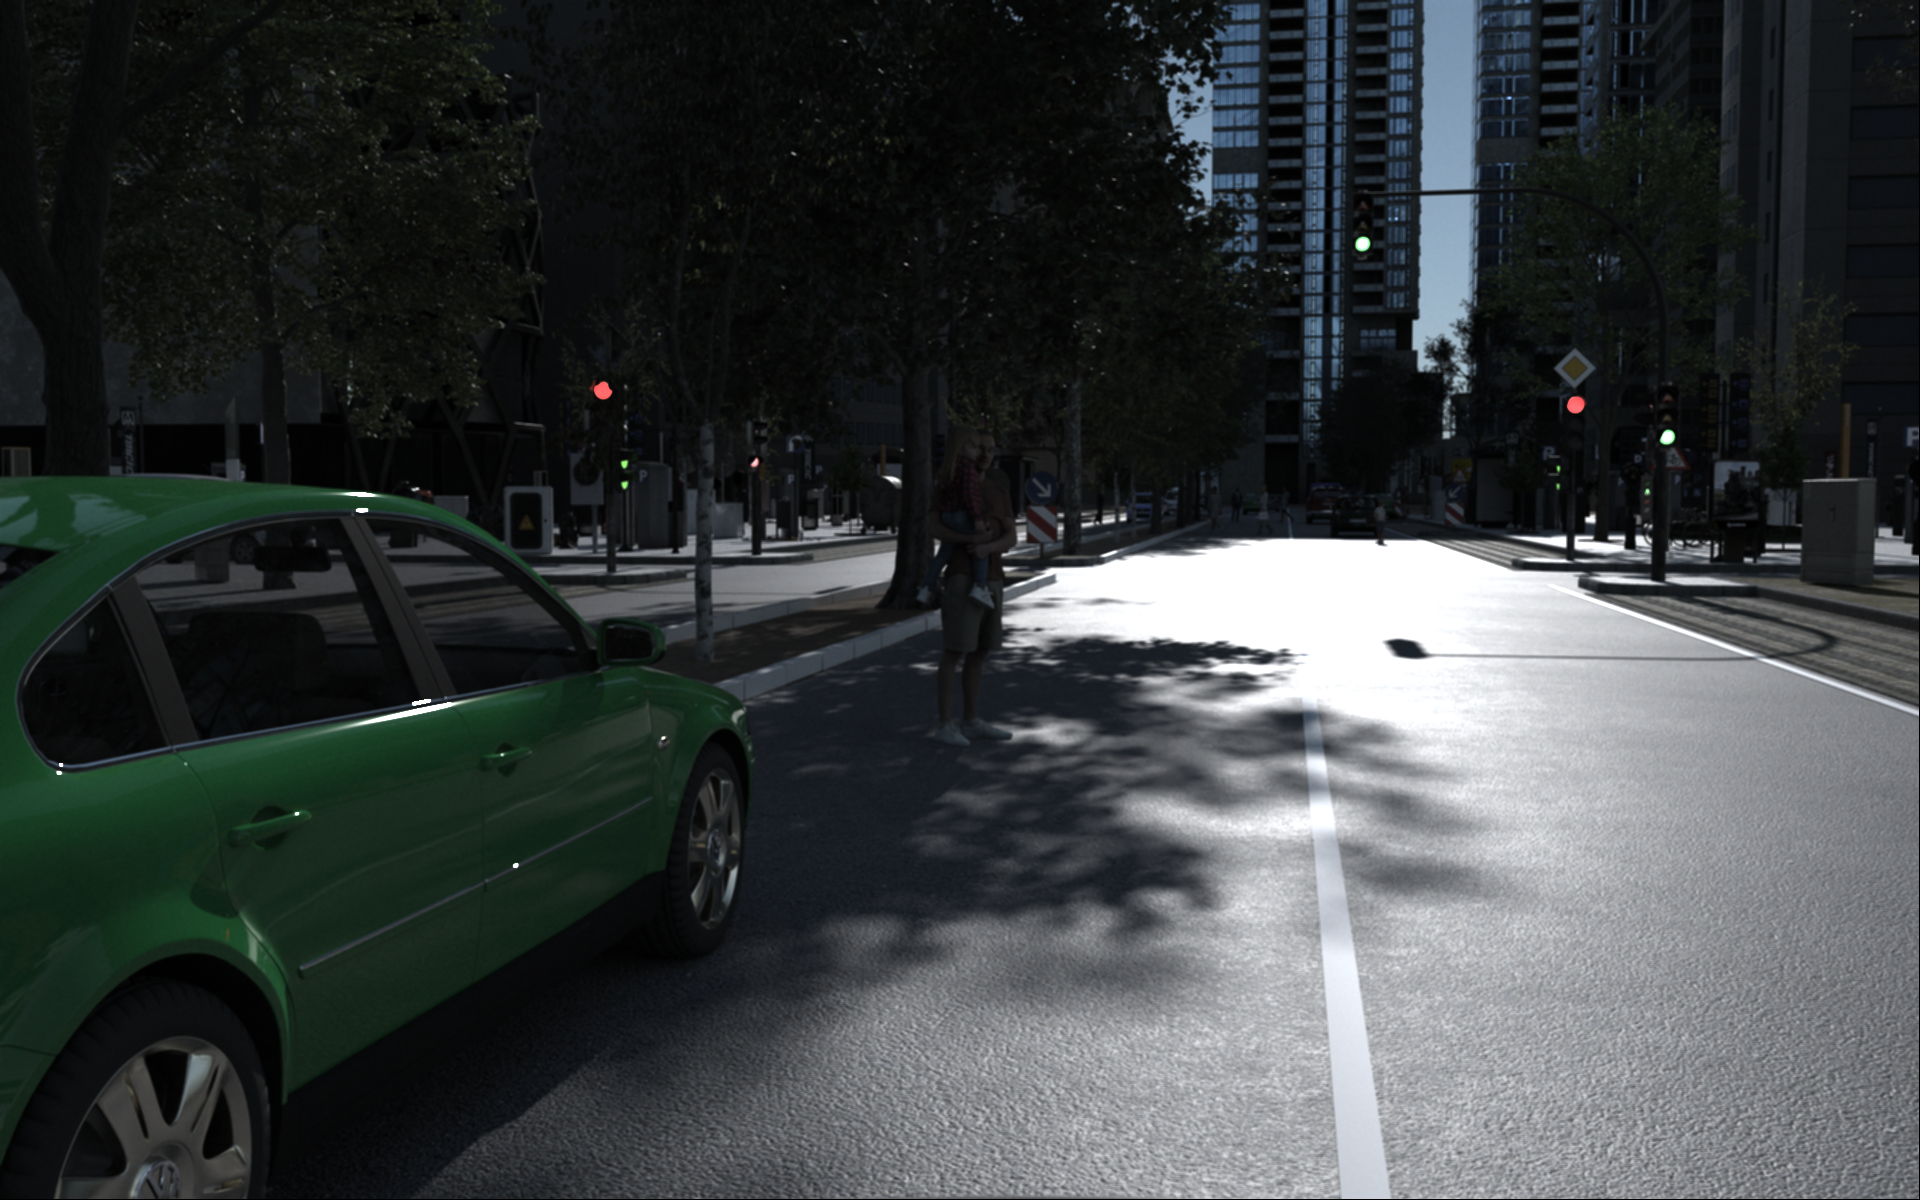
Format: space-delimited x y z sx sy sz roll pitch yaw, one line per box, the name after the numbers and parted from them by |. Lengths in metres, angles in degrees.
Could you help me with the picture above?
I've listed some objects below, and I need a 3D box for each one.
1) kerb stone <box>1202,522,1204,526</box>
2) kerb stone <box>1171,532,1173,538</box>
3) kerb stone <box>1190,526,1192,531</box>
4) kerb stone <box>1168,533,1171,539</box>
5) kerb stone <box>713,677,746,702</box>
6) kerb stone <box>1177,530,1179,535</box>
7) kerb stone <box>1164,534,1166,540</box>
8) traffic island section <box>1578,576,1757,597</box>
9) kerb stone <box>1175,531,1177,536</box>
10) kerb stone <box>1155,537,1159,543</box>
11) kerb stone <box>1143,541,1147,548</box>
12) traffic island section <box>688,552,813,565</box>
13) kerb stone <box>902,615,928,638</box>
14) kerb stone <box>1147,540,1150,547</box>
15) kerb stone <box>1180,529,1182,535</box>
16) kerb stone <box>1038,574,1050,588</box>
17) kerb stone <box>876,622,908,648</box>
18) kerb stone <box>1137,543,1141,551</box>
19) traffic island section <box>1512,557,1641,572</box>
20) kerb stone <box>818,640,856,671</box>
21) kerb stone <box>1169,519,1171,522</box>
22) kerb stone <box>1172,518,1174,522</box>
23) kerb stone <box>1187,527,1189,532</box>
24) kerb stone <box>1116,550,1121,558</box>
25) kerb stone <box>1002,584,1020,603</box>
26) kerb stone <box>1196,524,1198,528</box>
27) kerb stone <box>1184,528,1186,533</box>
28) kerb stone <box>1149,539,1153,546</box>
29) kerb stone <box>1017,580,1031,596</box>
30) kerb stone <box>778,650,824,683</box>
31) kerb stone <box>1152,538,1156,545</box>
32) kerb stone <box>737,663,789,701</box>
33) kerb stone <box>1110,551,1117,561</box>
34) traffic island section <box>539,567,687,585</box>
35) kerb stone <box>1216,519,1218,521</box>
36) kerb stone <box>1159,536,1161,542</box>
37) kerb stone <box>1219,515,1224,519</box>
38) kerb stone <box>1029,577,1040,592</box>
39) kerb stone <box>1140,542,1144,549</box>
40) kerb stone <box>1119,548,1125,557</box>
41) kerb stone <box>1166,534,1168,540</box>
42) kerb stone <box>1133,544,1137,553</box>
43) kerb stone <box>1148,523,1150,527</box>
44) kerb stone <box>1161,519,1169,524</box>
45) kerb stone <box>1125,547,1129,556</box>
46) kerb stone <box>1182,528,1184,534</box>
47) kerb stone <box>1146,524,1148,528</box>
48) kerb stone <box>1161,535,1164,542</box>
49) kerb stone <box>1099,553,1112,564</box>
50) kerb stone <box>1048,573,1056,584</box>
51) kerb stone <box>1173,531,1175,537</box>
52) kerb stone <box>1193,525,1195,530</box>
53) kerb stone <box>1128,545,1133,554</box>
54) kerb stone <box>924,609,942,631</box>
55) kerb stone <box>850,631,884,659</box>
10.419 -3.258 75.488 0.120 0.150 1.000 1 4 11 | kerb stone
6.616 -2.025 55.304 0.120 0.150 1.000 1 4 11 | kerb stone
8.704 -2.704 66.399 0.120 0.150 1.000 1 4 11 | kerb stone
6.428 -1.963 54.297 0.120 0.150 1.000 1 4 11 | kerb stone
-1.643 0.657 11.473 0.120 0.150 1.000 1 4 11 | kerb stone
7.184 -2.210 58.328 0.120 0.150 1.000 1 4 11 | kerb stone
6.054 -1.839 52.287 0.120 0.150 1.000 1 4 11 | kerb stone
10.329 -0.203 25.603 2.009 0.180 2.903 1 4 11 | traffic island section
7.000 -2.147 57.323 0.120 0.150 1.000 1 4 11 | kerb stone
5.478 -1.655 49.261 0.120 0.150 1.000 1 4 11 | kerb stone
4.721 -1.401 45.243 0.120 0.150 1.000 1 4 11 | kerb stone
-4.301 -0.868 36.478 2.009 0.180 2.903 1 4 11 | traffic island section
-0.508 0.285 17.532 0.120 0.150 1.000 1 4 11 | kerb stone
4.908 -1.471 46.248 0.120 0.150 1.000 1 4 11 | kerb stone
7.570 -2.333 60.336 0.120 0.150 1.000 1 4 11 | kerb stone
1.211 -0.269 26.588 0.120 0.150 1.000 1 4 11 | kerb stone
-0.686 0.347 16.525 0.120 0.150 1.000 1 4 11 | kerb stone
4.350 -1.287 43.231 0.120 0.150 1.000 1 4 11 | kerb stone
11.807 -0.683 33.450 2.009 0.180 2.903 1 4 11 | traffic island section
-1.072 0.471 14.498 0.120 0.150 1.000 1 4 11 | kerb stone
10.254 -3.895 85.931 0.120 0.150 1.000 1 4 11 | kerb stone
10.627 -4.021 87.945 0.120 0.150 1.000 1 4 11 | kerb stone
8.322 -2.580 64.374 0.120 0.150 1.000 1 4 11 | kerb stone
3.385 -0.977 38.179 0.120 0.150 1.000 1 4 11 | kerb stone
0.645 -0.084 23.574 0.120 0.150 1.000 1 4 11 | kerb stone
9.471 -2.943 70.432 0.120 0.150 1.000 1 4 11 | kerb stone
7.944 -2.454 62.357 0.120 0.150 1.000 1 4 11 | kerb stone
5.098 -1.533 47.252 0.120 0.150 1.000 1 4 11 | kerb stone
0.834 -0.146 24.579 0.120 0.150 1.000 1 4 11 | kerb stone
-1.269 0.532 13.492 0.120 0.150 1.000 1 4 11 | kerb stone
5.289 -1.593 48.256 0.120 0.150 1.000 1 4 11 | kerb stone
-1.452 0.594 12.478 0.120 0.150 1.000 1 4 11 | kerb stone
3.202 -0.915 37.167 0.120 0.150 1.000 1 4 11 | kerb stone
-5.779 -0.388 28.631 2.009 0.180 2.903 1 4 11 | traffic island section
13.267 -4.185 90.617 0.120 0.150 1.000 1 4 11 | kerb stone
5.668 -1.717 50.273 0.120 0.150 1.000 1 4 11 | kerb stone
14.791 -4.677 98.671 0.120 0.150 1.000 1 4 11 | kerb stone
1.017 -0.205 25.585 0.120 0.150 1.000 1 4 11 | kerb stone
4.532 -1.348 44.238 0.120 0.150 1.000 1 4 11 | kerb stone
3.578 -1.040 39.193 0.120 0.150 1.000 1 4 11 | kerb stone
6.234 -1.900 53.293 0.120 0.150 1.000 1 4 11 | kerb stone
4.154 -1.225 42.225 0.120 0.150 1.000 1 4 11 | kerb stone
7.781 -3.097 72.826 0.120 0.150 1.000 1 4 11 | kerb stone
10.054 -3.836 84.919 0.120 0.150 1.000 1 4 11 | kerb stone
3.768 -1.102 40.210 0.120 0.150 1.000 1 4 11 | kerb stone
7.753 -2.390 61.346 0.120 0.150 1.000 1 4 11 | kerb stone
7.592 -3.035 71.820 0.120 0.150 1.000 1 4 11 | kerb stone
5.858 -1.779 51.283 0.120 0.150 1.000 1 4 11 | kerb stone
3.011 -0.854 36.163 0.120 0.150 1.000 1 4 11 | kerb stone
1.400 -0.327 27.594 0.120 0.150 1.000 1 4 11 | kerb stone
6.806 -2.087 56.310 0.120 0.150 1.000 1 4 11 | kerb stone
9.081 -2.825 68.414 0.120 0.150 1.000 1 4 11 | kerb stone
3.959 -1.163 41.219 0.120 0.150 1.000 1 4 11 | kerb stone
-0.305 0.223 18.544 0.120 0.150 1.000 1 4 11 | kerb stone
-0.878 0.413 15.505 0.120 0.150 1.000 1 4 11 | kerb stone
